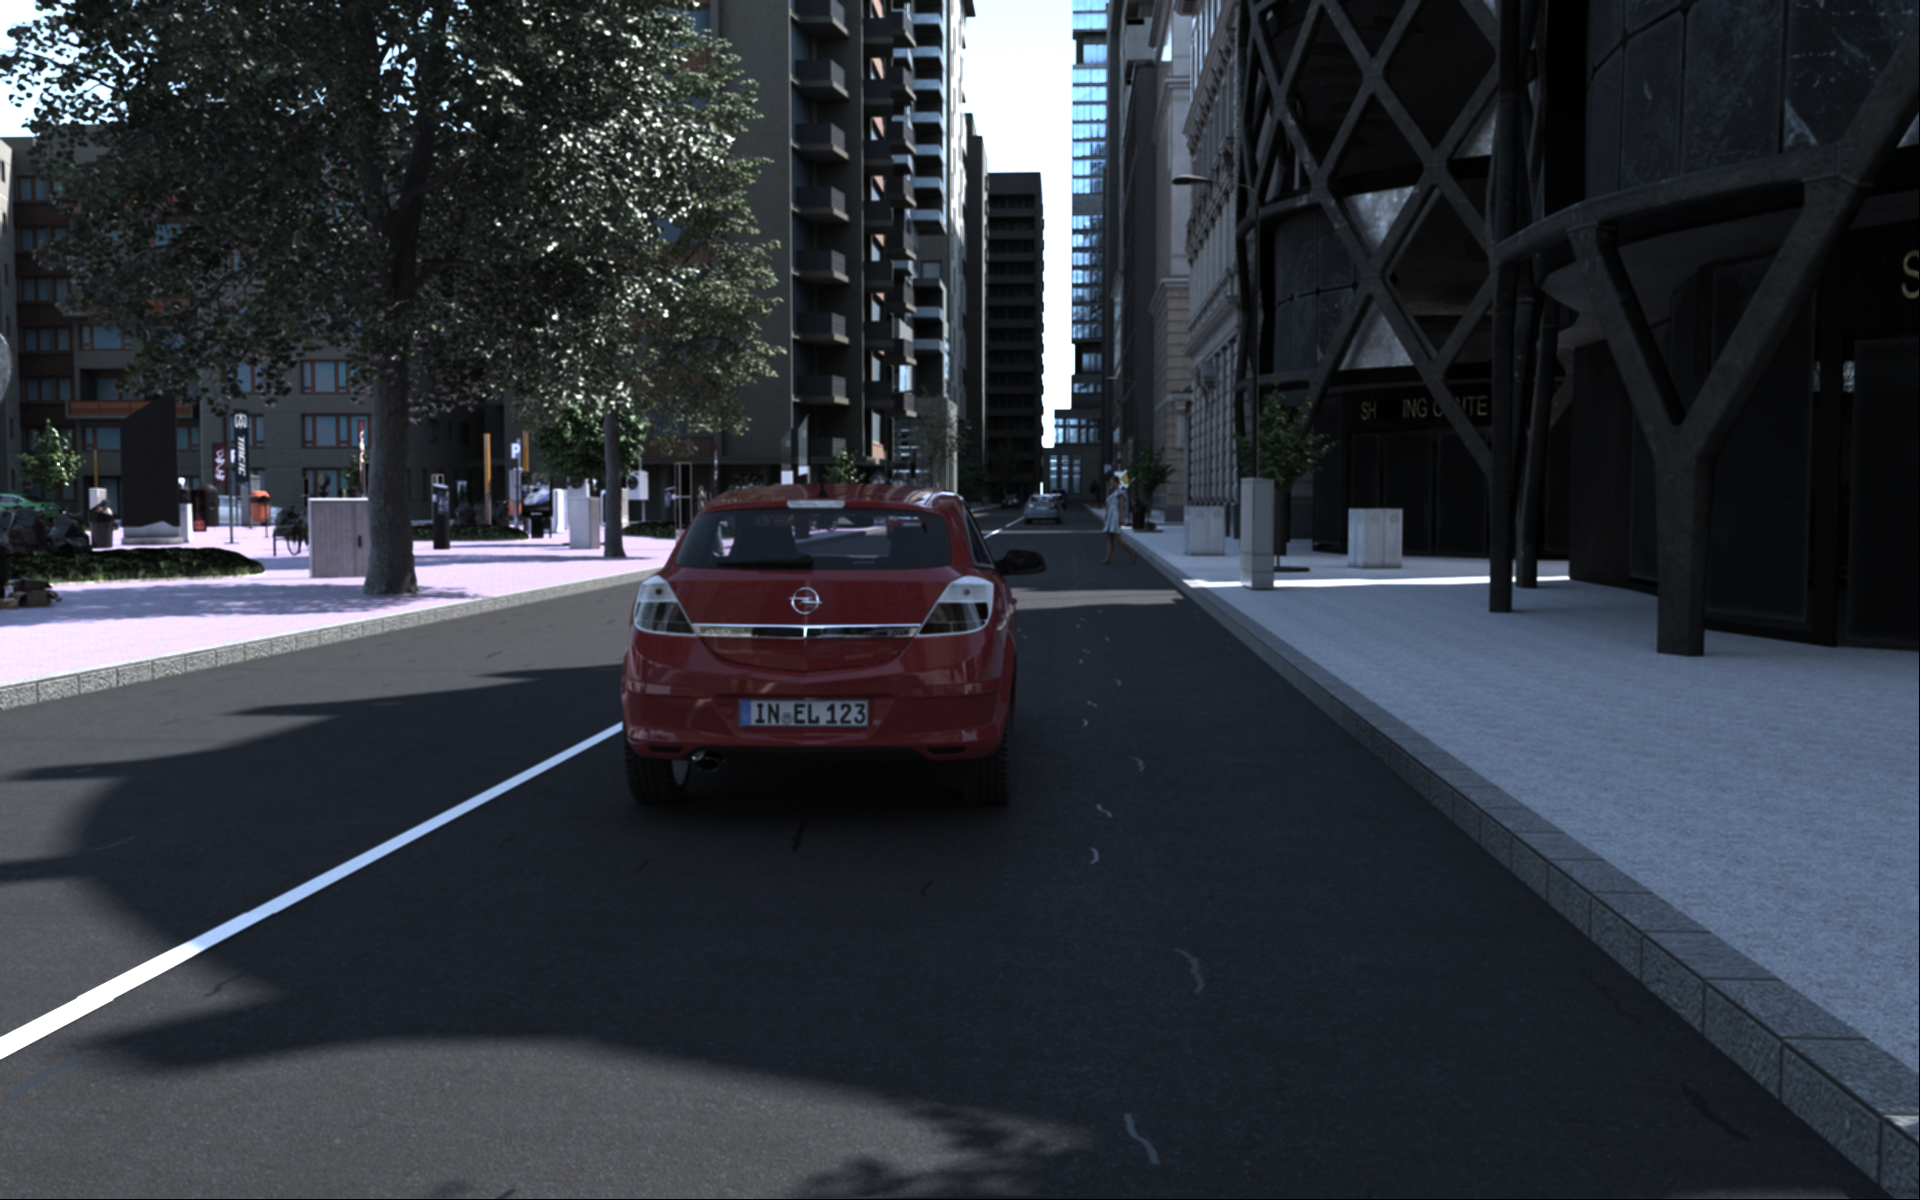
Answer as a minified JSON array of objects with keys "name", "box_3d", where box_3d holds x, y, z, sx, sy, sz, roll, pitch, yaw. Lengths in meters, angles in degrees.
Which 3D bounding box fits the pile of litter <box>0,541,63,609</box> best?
[{"name":"pile of litter","box_3d":[-10.937,-0.365,19.932,1.176,0.858,1.719,1,4,11]}]

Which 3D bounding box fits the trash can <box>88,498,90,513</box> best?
[{"name":"trash can","box_3d":[-34.884,-3.571,70.032,0.748,1.137,0.748,0,3,0]}]

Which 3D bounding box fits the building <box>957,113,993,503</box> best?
[{"name":"building","box_3d":[-7.449,-36.329,217.680,21.600,48.544,21.300,0,4,4]}]

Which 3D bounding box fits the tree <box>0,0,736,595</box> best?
[{"name":"tree","box_3d":[-7.303,-7.062,22.123,9.857,13.997,8.962,0,3,0]}]

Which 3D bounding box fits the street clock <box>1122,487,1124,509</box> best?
[{"name":"street clock","box_3d":[7.452,-4.604,79.845,0.358,2.002,0.471,-1,4,-15]}]

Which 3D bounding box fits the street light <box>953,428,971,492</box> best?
[{"name":"street light","box_3d":[0.058,-9.100,121.326,1.470,5.913,1.316,0,4,4]}]

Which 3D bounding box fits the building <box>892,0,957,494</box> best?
[{"name":"building","box_3d":[-11.032,-49.934,129.096,22.319,86.520,31.000,0,4,4]}]

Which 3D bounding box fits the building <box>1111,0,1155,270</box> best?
[{"name":"building","box_3d":[29.288,-35.449,168.831,28.713,52.752,27.495,0,4,4]}]

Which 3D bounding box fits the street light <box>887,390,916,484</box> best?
[{"name":"street light","box_3d":[-2.679,-6.428,77.644,1.470,5.913,1.316,0,4,4]}]

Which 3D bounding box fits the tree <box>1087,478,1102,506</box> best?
[{"name":"tree","box_3d":[14.867,-12.152,193.278,1.663,3.219,1.824,0,3,0]}]

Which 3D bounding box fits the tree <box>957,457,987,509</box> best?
[{"name":"tree","box_3d":[0.706,-10.263,151.506,4.285,4.588,4.351,0,3,0]}]

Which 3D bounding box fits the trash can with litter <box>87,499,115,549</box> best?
[{"name":"trash can with litter","box_3d":[-20.518,-1.801,40.838,1.055,1.170,0.624,-1,4,-17]}]

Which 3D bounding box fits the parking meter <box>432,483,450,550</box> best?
[{"name":"parking meter","box_3d":[-12.043,-1.944,40.200,0.372,1.533,0.369,0,3,0]}]

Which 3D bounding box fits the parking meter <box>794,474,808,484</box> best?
[{"name":"parking meter","box_3d":[-4.546,-2.671,49.387,0.399,1.863,0.255,0,4,8]}]

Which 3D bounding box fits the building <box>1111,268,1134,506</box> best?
[{"name":"building","box_3d":[17.525,-17.959,142.772,9.793,20.994,18.267,0,4,4]}]

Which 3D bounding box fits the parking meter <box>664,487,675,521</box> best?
[{"name":"parking meter","box_3d":[-9.850,-3.086,58.865,0.372,1.533,0.369,0,3,0]}]

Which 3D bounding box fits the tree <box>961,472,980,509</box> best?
[{"name":"tree","box_3d":[1.000,-9.413,148.496,1.663,3.219,1.824,0,3,0]}]

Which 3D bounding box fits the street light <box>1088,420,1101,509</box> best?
[{"name":"street light","box_3d":[8.957,-8.339,108.882,1.470,5.913,1.316,0,4,4]}]

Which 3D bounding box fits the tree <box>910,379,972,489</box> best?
[{"name":"tree","box_3d":[-1.358,-9.837,111.204,4.360,8.622,3.978,0,3,0]}]

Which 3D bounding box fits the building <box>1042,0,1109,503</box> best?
[{"name":"building","box_3d":[27.465,-57.050,245.441,31.000,86.520,22.319,0,4,4]}]

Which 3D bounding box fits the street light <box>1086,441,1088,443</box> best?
[{"name":"street light","box_3d":[11.748,-10.985,152.140,1.470,5.913,1.316,0,4,4]}]

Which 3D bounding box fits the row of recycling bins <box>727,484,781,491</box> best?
[{"name":"row of recycling bins","box_3d":[-7.516,-3.695,67.529,3.534,1.692,1.069,-3,5,-45]}]

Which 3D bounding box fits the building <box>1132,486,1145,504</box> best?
[{"name":"building","box_3d":[17.414,-15.867,124.059,10.561,19.102,19.286,0,4,4]}]

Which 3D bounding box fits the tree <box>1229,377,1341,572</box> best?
[{"name":"tree","box_3d":[5.235,-2.104,29.000,1.663,3.219,1.824,0,3,0]}]

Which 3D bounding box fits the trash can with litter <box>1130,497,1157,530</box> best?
[{"name":"trash can with litter","box_3d":[6.630,-3.111,62.258,0.624,1.170,1.055,-3,5,-45]}]

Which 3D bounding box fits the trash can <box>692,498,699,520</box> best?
[{"name":"trash can","box_3d":[-10.532,-3.425,67.656,0.748,1.137,0.748,0,3,0]}]

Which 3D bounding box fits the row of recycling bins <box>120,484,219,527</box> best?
[{"name":"row of recycling bins","box_3d":[-30.899,-3.708,67.736,3.534,1.692,1.069,-1,4,-19]}]

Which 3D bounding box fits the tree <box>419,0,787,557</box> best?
[{"name":"tree","box_3d":[-7.510,-7.152,35.065,7.486,12.596,7.792,0,3,0]}]

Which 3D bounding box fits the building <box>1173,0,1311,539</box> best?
[{"name":"building","box_3d":[13.151,-13.983,57.502,11.050,23.489,19.941,0,4,4]}]

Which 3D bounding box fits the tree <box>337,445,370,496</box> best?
[{"name":"tree","box_3d":[-23.452,-4.513,68.389,1.663,3.219,1.824,0,3,0]}]

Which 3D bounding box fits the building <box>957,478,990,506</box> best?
[{"name":"building","box_3d":[-13.071,-30.653,193.061,32.217,40.220,23.993,0,4,4]}]

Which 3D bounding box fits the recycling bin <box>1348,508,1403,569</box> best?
[{"name":"recycling bin","box_3d":[7.213,-1.073,30.099,0.722,1.027,0.722,-1,4,-11]}]

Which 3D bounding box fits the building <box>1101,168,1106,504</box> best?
[{"name":"building","box_3d":[24.937,-32.757,219.166,14.154,41.232,14.086,0,4,4]}]

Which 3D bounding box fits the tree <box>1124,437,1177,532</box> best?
[{"name":"tree","box_3d":[6.251,-3.910,58.524,1.663,3.219,1.824,0,3,0]}]

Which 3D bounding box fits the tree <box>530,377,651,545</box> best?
[{"name":"tree","box_3d":[-9.392,-3.677,43.837,4.285,4.588,4.351,0,3,0]}]

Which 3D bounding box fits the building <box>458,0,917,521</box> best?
[{"name":"building","box_3d":[-14.020,-26.789,92.620,22.147,44.769,28.867,0,4,4]}]

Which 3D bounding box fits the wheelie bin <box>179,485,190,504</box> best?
[{"name":"wheelie bin","box_3d":[-27.514,-3.246,60.975,0.693,1.594,0.980,-3,5,-42]}]

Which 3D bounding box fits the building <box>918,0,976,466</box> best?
[{"name":"building","box_3d":[-13.396,-35.327,166.838,28.713,52.752,27.495,0,4,4]}]

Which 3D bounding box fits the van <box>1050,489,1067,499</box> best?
[{"name":"van","box_3d":[12.370,-13.039,217.566,2.240,2.365,5.245,0,4,3]}]

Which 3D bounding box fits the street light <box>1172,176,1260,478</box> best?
[{"name":"street light","box_3d":[3.790,-3.233,25.400,1.470,5.913,1.316,0,4,4]}]

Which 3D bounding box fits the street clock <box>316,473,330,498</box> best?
[{"name":"street clock","box_3d":[-21.545,-3.308,58.649,0.471,2.002,0.358,2,4,32]}]

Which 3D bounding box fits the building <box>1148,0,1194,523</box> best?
[{"name":"building","box_3d":[19.304,-18.152,82.682,20.117,28.700,13.634,0,4,4]}]

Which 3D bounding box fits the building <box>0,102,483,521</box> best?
[{"name":"building","box_3d":[-40.170,-15.252,94.407,28.899,21.520,27.650,0,4,4]}]

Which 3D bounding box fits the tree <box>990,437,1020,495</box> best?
[{"name":"tree","box_3d":[5.674,-16.513,220.346,4.737,8.622,4.395,0,3,0]}]

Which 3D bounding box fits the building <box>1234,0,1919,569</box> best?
[{"name":"building","box_3d":[14.683,-10.503,39.171,16.820,18.784,16.811,0,4,4]}]

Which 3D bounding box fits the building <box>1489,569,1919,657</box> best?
[{"name":"building","box_3d":[13.782,-9.136,16.820,16.820,18.784,16.811,0,4,4]}]

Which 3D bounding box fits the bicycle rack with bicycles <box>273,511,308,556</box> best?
[{"name":"bicycle rack with bicycles","box_3d":[-13.221,-1.434,36.833,2.852,0.926,2.925,0,4,-4]}]

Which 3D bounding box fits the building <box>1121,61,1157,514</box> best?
[{"name":"building","box_3d":[17.022,-18.878,102.166,14.314,27.812,24.014,0,4,4]}]

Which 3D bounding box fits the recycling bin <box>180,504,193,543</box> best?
[{"name":"recycling bin","box_3d":[-20.641,-2.021,45.596,0.722,1.027,0.722,-1,4,-16]}]

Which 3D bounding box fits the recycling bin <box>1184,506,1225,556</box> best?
[{"name":"recycling bin","box_3d":[5.115,-1.451,36.280,0.722,1.027,0.722,0,4,-5]}]

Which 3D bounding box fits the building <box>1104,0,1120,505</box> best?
[{"name":"building","box_3d":[27.041,-40.040,196.652,21.231,58.520,28.212,0,4,4]}]

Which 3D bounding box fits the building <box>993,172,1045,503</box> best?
[{"name":"building","box_3d":[1.185,-38.168,247.748,21.600,48.544,21.300,0,4,4]}]

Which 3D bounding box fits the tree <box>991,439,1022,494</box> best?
[{"name":"tree","box_3d":[6.204,-16.914,226.903,4.360,8.622,3.978,0,3,0]}]

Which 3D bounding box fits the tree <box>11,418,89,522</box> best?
[{"name":"tree","box_3d":[-23.266,-3.028,44.113,1.663,3.219,1.824,0,3,0]}]

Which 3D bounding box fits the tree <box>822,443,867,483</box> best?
[{"name":"tree","box_3d":[-4.222,-4.293,64.789,1.663,3.219,1.824,0,3,0]}]

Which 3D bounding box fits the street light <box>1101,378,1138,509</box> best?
[{"name":"street light","box_3d":[6.505,-5.911,69.181,1.470,5.913,1.316,0,4,4]}]
